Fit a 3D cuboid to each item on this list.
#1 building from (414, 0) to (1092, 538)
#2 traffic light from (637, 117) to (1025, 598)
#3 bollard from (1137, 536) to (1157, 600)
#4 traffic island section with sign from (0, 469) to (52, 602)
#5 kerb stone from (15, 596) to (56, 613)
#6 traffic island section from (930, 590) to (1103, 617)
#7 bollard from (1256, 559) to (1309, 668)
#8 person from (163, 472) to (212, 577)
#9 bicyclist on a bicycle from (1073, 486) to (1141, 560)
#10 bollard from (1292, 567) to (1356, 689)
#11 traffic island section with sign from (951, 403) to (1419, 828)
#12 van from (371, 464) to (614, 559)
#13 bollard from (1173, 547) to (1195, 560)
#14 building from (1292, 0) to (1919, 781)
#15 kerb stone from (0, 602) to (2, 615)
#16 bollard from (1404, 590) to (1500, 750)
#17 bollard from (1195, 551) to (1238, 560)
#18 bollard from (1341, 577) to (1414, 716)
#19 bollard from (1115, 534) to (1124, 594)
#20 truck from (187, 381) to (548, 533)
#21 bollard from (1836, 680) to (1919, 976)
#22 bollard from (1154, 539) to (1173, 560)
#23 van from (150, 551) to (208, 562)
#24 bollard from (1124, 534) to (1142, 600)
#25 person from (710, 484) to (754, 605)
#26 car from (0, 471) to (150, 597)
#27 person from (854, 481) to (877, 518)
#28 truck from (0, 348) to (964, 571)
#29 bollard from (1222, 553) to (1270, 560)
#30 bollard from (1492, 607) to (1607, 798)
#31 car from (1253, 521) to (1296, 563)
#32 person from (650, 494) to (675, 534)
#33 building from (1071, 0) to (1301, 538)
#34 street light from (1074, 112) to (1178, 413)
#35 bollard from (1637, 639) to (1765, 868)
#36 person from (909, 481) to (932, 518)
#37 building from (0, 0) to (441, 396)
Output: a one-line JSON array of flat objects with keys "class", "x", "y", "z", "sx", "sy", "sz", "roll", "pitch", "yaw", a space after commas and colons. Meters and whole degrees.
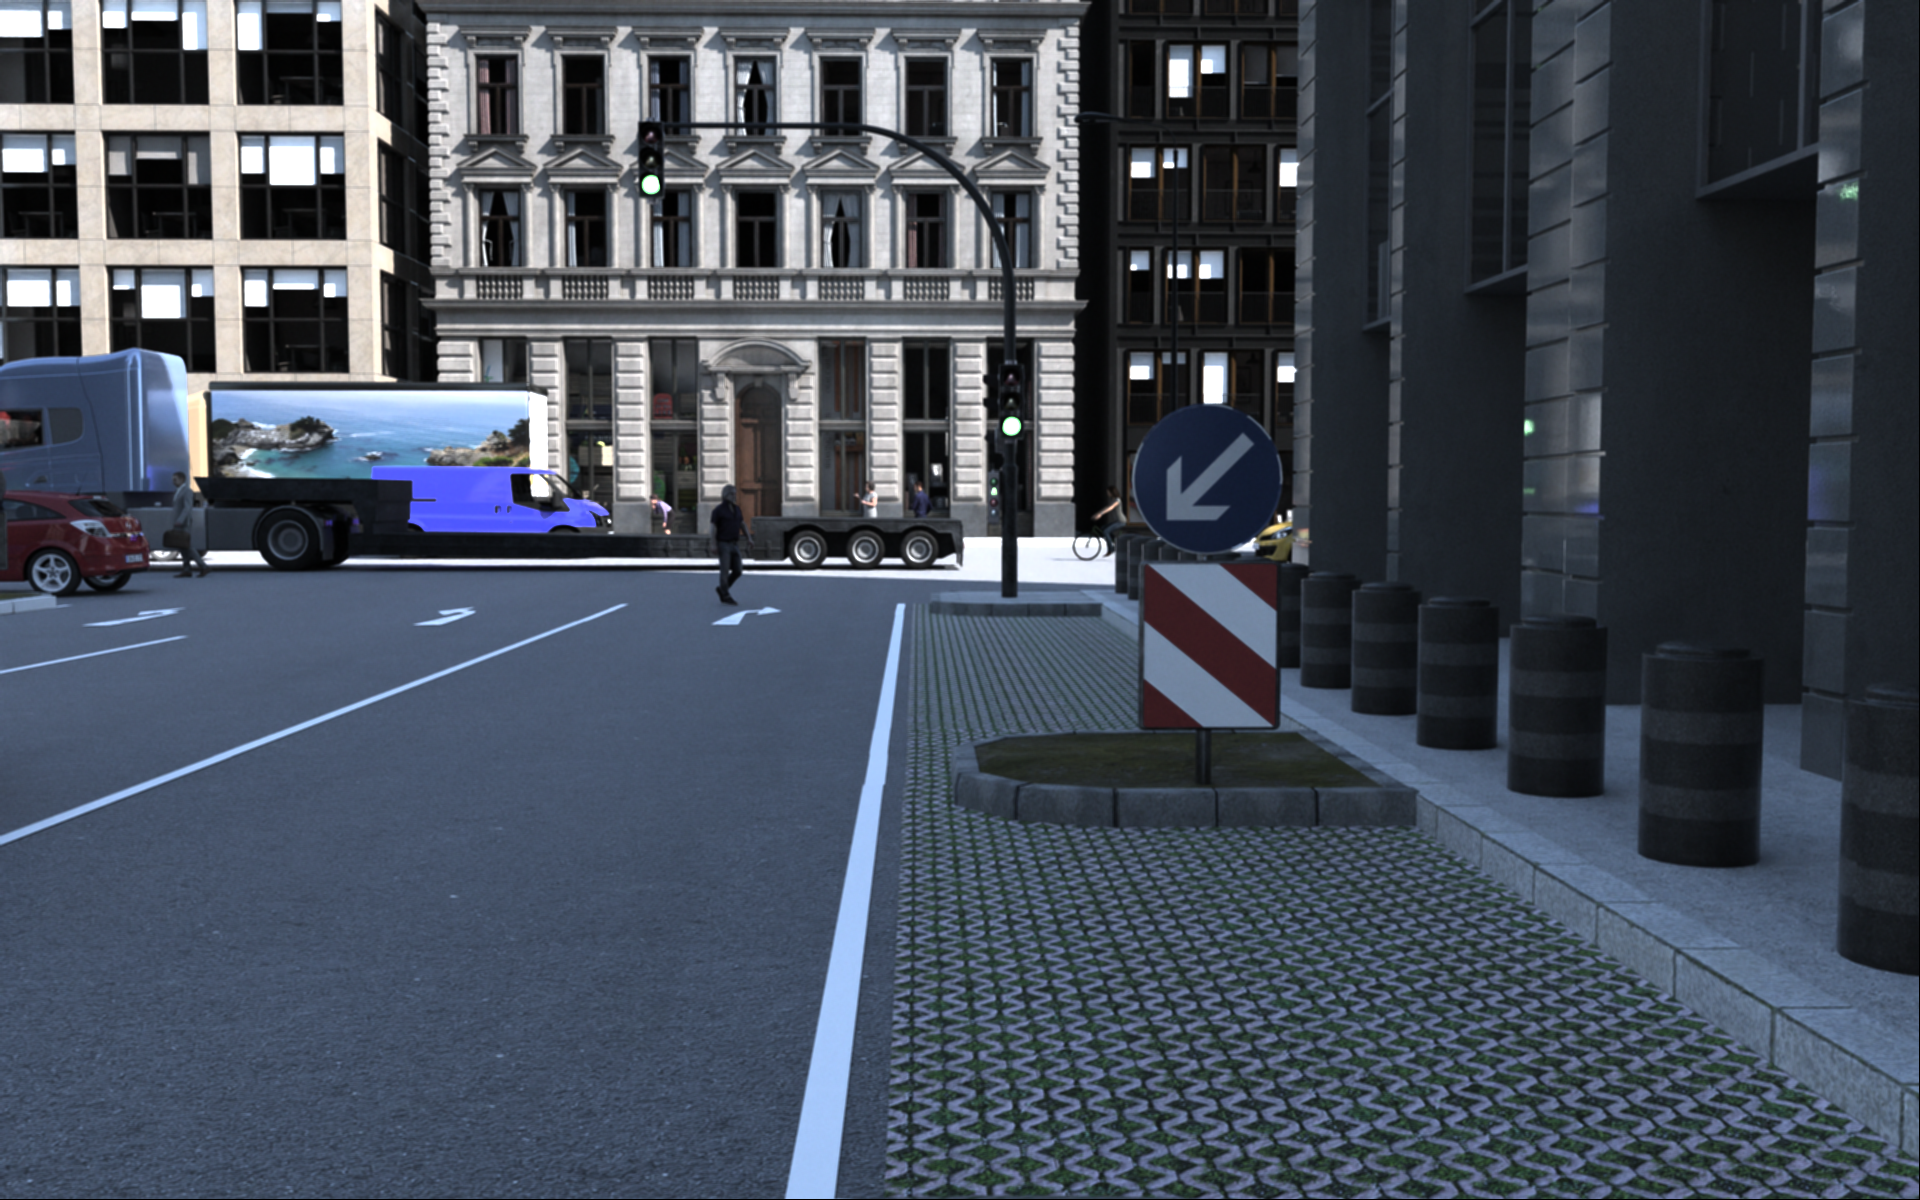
[{"class": "building", "x": -5.989, "y": -13.797, "z": 54.459, "sx": 19.941, "sy": 23.489, "sz": 11.050, "roll": 0, "pitch": 4, "yaw": -1}, {"class": "traffic light", "x": -1.500, "y": -2.850, "z": 21.267, "sx": 4.771, "sy": 5.953, "sz": 1.251, "roll": 0, "pitch": 4, "yaw": -1}, {"class": "bollard", "x": 2.275, "y": -0.306, "z": 19.722, "sx": 0.404, "sy": 0.777, "sz": 0.398, "roll": 0, "pitch": 3, "yaw": 0}, {"class": "traffic island section with sign", "x": -12.479, "y": -0.817, "z": 21.494, "sx": 2.006, "sy": 1.907, "sz": 1.989, "roll": 0, "pitch": 4, "yaw": -1}, {"class": "kerb stone", "x": -11.424, "y": 0.055, "z": 21.297, "sx": 0.120, "sy": 0.150, "sz": 1.000, "roll": 0, "pitch": 4, "yaw": -1}, {"class": "traffic island section", "x": 0.630, "y": 0.043, "z": 21.574, "sx": 2.009, "sy": 0.180, "sz": 2.903, "roll": 0, "pitch": 4, "yaw": -1}, {"class": "bollard", "x": 2.444, "y": 0.110, "z": 12.923, "sx": 0.404, "sy": 0.777, "sz": 0.398, "roll": 0, "pitch": 3, "yaw": 0}, {"class": "person", "x": -13.362, "y": -1.294, "z": 29.778, "sx": 0.709, "sy": 1.813, "sz": 0.853, "roll": 3, "pitch": 5, "yaw": 43}, {"class": "bicyclist on a bicycle", "x": 3.228, "y": -1.670, "z": 37.324, "sx": 1.625, "sy": 1.676, "sz": 1.499, "roll": 0, "pitch": 4, "yaw": -3}, {"class": "bollard", "x": 2.480, "y": 0.193, "z": 11.565, "sx": 0.404, "sy": 0.777, "sz": 0.398, "roll": 0, "pitch": 3, "yaw": 0}, {"class": "traffic island section with sign", "x": 0.958, "y": 0.018, "z": 8.340, "sx": 1.989, "sy": 1.847, "sz": 2.006, "roll": 0, "pitch": 4, "yaw": -1}, {"class": "van", "x": -10.437, "y": -2.105, "z": 38.804, "sx": 5.245, "sy": 2.365, "sz": 2.240, "roll": 0, "pitch": 3, "yaw": 0}, {"class": "bollard", "x": 2.347, "y": -0.140, "z": 17.000, "sx": 0.404, "sy": 0.777, "sz": 0.398, "roll": 0, "pitch": 3, "yaw": 0}, {"class": "building", "x": 9.526, "y": -13.874, "z": 4.327, "sx": 11.434, "sy": 29.767, "sz": 29.804, "roll": 0, "pitch": 4, "yaw": -1}, {"class": "kerb stone", "x": -11.408, "y": 0.123, "z": 20.268, "sx": 0.120, "sy": 0.150, "sz": 1.000, "roll": 0, "pitch": 4, "yaw": -1}, {"class": "bollard", "x": 2.542, "y": 0.359, "z": 8.842, "sx": 0.404, "sy": 0.777, "sz": 0.398, "roll": 0, "pitch": 3, "yaw": 0}, {"class": "bollard", "x": 2.379, "y": -0.057, "z": 15.642, "sx": 0.404, "sy": 0.777, "sz": 0.398, "roll": 0, "pitch": 3, "yaw": 0}, {"class": "bollard", "x": 2.512, "y": 0.276, "z": 10.200, "sx": 0.404, "sy": 0.777, "sz": 0.398, "roll": 0, "pitch": 3, "yaw": 0}, {"class": "bollard", "x": 2.212, "y": -0.473, "z": 22.453, "sx": 0.404, "sy": 0.777, "sz": 0.398, "roll": 0, "pitch": 3, "yaw": 0}, {"class": "truck", "x": -16.442, "y": -3.394, "z": 44.413, "sx": 11.283, "sy": 4.237, "sz": 2.839, "roll": 0, "pitch": 4, "yaw": -3}, {"class": "bollard", "x": 2.643, "y": 0.609, "z": 4.757, "sx": 0.404, "sy": 0.777, "sz": 0.398, "roll": 0, "pitch": 3, "yaw": 0}, {"class": "bollard", "x": 2.315, "y": -0.223, "z": 18.361, "sx": 0.404, "sy": 0.777, "sz": 0.398, "roll": 0, "pitch": 3, "yaw": 0}, {"class": "van", "x": -18.170, "y": -1.860, "z": 37.415, "sx": 4.112, "sy": 2.044, "sz": 2.013, "roll": 0, "pitch": 4, "yaw": 0}, {"class": "bollard", "x": 2.246, "y": -0.389, "z": 21.083, "sx": 0.404, "sy": 0.777, "sz": 0.398, "roll": 0, "pitch": 3, "yaw": 0}, {"class": "person", "x": -2.969, "y": -0.716, "z": 22.416, "sx": 0.569, "sy": 1.553, "sz": 0.471, "roll": -1, "pitch": 4, "yaw": -16}, {"class": "car", "x": -14.073, "y": -0.965, "z": 24.824, "sx": 4.494, "sy": 1.783, "sz": 2.155, "roll": 0, "pitch": 4, "yaw": -2}, {"class": "person", "x": -2.509, "y": -2.250, "z": 45.642, "sx": 0.532, "sy": 1.782, "sz": 0.716, "roll": -2, "pitch": 4, "yaw": -33}, {"class": "truck", "x": -9.355, "y": -2.653, "z": 33.143, "sx": 18.799, "sy": 4.110, "sz": 2.967, "roll": 0, "pitch": 4, "yaw": -3}, {"class": "bollard", "x": 2.413, "y": 0.027, "z": 14.284, "sx": 0.404, "sy": 0.777, "sz": 0.398, "roll": 0, "pitch": 3, "yaw": 0}, {"class": "bollard", "x": 2.579, "y": 0.442, "z": 7.483, "sx": 0.404, "sy": 0.777, "sz": 0.398, "roll": 0, "pitch": 3, "yaw": 0}, {"class": "car", "x": 7.518, "y": -1.363, "z": 32.504, "sx": 3.980, "sy": 1.641, "sz": 2.015, "roll": 0, "pitch": 4, "yaw": -2}, {"class": "person", "x": -7.541, "y": -1.969, "z": 43.918, "sx": 0.697, "sy": 1.427, "sz": 0.421, "roll": -3, "pitch": 5, "yaw": -40}, {"class": "building", "x": 12.046, "y": -13.830, "z": 55.804, "sx": 15.834, "sy": 23.373, "sz": 12.332, "roll": 0, "pitch": 4, "yaw": -1}, {"class": "street light", "x": 2.088, "y": -2.980, "z": 21.265, "sx": 1.470, "sy": 5.913, "sz": 1.316, "roll": 0, "pitch": 4, "yaw": -1}, {"class": "bollard", "x": 2.614, "y": 0.526, "z": 6.116, "sx": 0.404, "sy": 0.777, "sz": 0.398, "roll": 0, "pitch": 3, "yaw": 0}, {"class": "person", "x": -0.992, "y": -1.962, "z": 41.289, "sx": 0.504, "sy": 1.737, "sz": 0.576, "roll": 1, "pitch": 4, "yaw": 22}, {"class": "building", "x": -33.669, "y": -15.459, "z": 57.271, "sx": 34.151, "sy": 26.468, "sz": 19.350, "roll": 0, "pitch": 4, "yaw": -1}]
